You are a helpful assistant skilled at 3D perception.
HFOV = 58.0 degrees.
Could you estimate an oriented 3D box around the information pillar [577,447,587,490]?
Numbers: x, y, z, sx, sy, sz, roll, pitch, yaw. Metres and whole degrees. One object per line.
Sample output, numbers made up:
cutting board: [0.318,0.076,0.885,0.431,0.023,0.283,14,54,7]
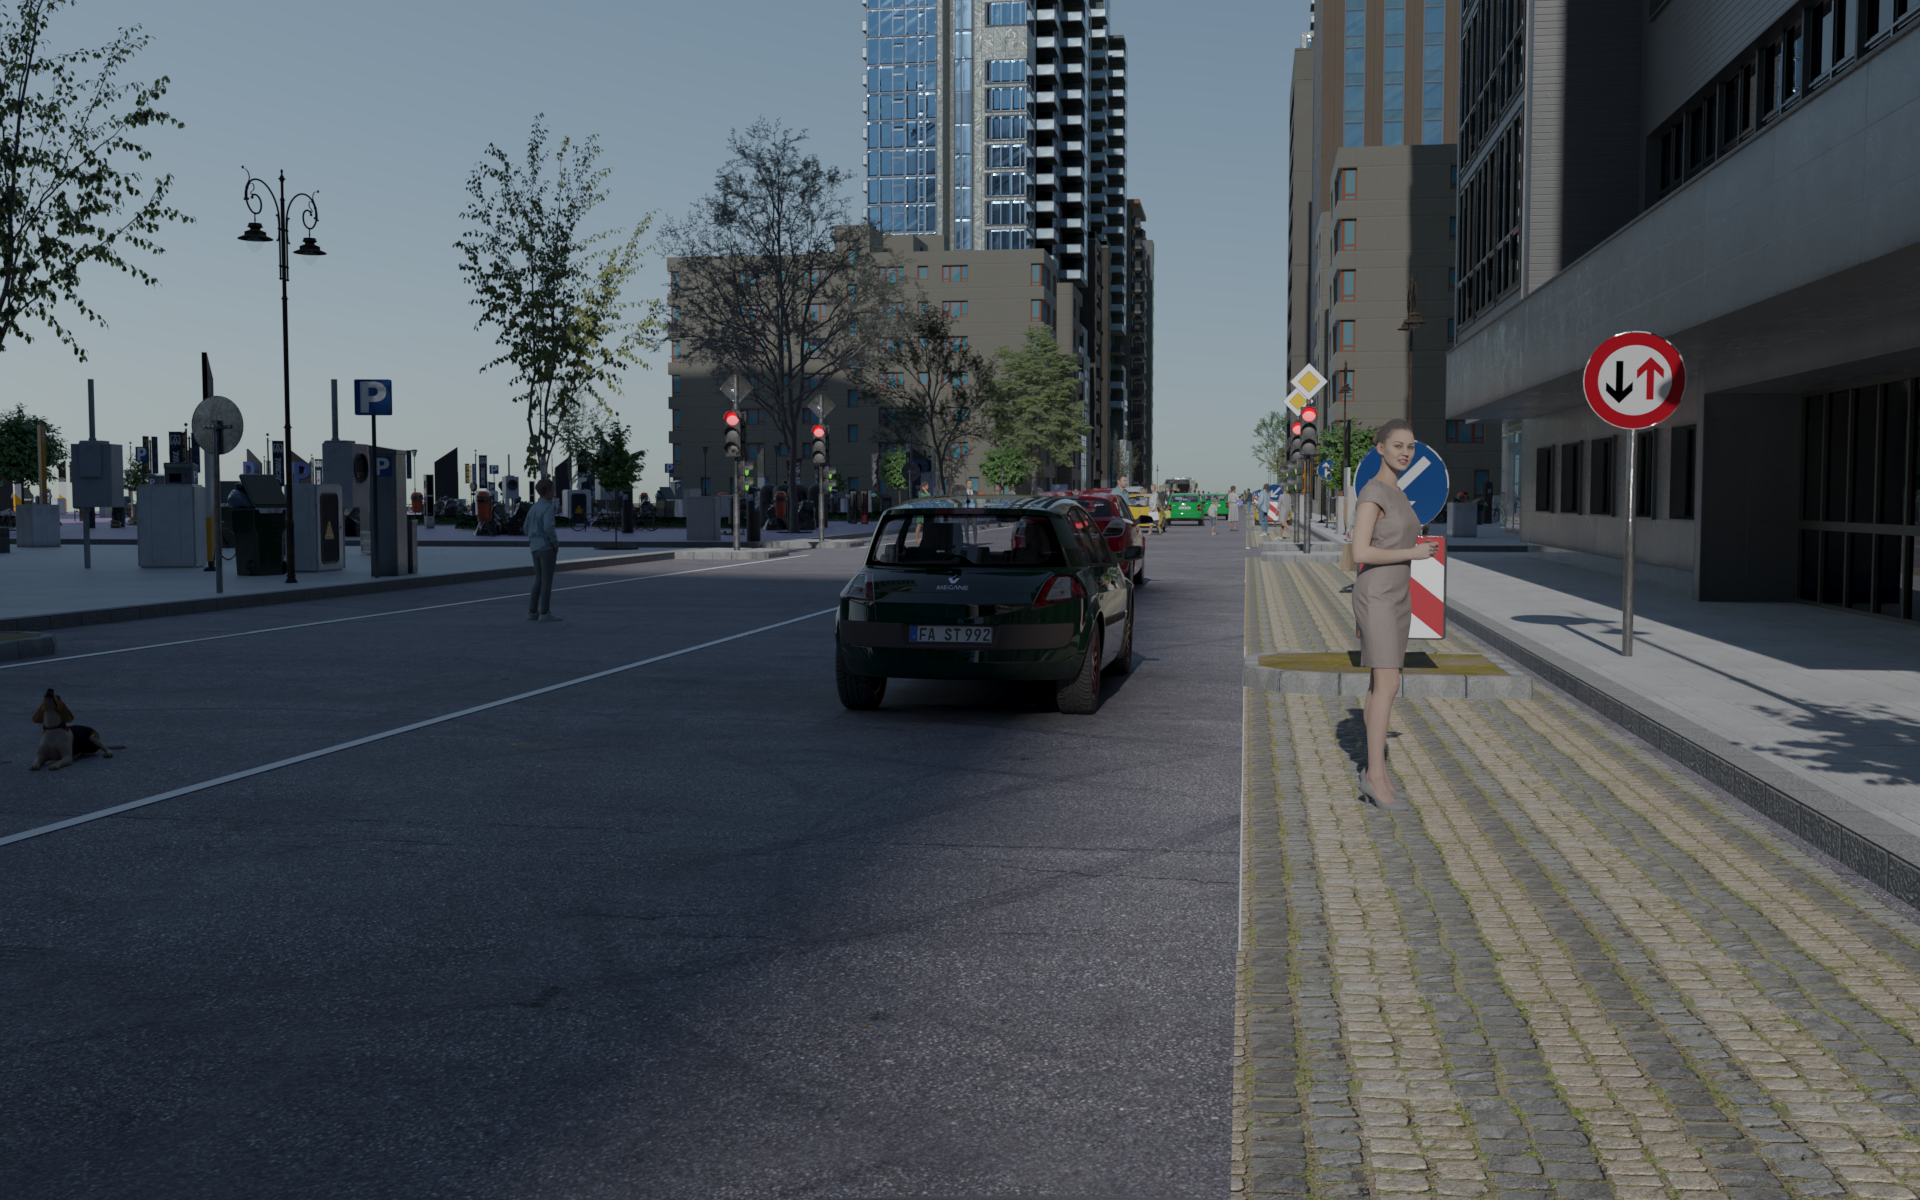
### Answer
information pillar: [-18.934,-5.841,86.850,0.504,3.616,0.183,1,4,16]

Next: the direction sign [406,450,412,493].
direction sign: [-28.446,-5.925,88.876,0.379,3.537,0.876,2,4,26]

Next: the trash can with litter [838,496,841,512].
trash can with litter: [-6.149,-4.909,91.316,1.678,1.210,2.233,3,5,40]

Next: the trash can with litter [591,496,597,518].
trash can with litter: [-19.533,-4.843,90.571,0.624,1.170,1.055,3,4,38]

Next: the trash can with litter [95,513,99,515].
trash can with litter: [-52.524,-5.717,104.525,1.678,1.210,2.233,-3,5,-39]

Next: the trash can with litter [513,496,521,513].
trash can with litter: [-28.167,-6.029,109.960,0.624,1.170,1.055,-1,4,-16]

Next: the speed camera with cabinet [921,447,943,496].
speed camera with cabinet: [-1.177,-4.810,72.975,0.660,3.252,2.038,1,4,11]

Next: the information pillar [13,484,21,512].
information pillar: [-40.869,-5.127,75.179,0.183,3.616,0.504,1,4,19]

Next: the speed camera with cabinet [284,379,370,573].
speed camera with cabinet: [-10.645,-2.131,29.175,0.660,3.252,2.038,0,4,6]

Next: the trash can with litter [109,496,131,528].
trash can with litter: [-31.954,-3.328,65.795,0.624,1.170,1.055,-1,4,-18]

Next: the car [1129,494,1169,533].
car: [6.853,-3.364,65.223,2.015,1.641,3.980,1,4,9]

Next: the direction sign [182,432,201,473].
direction sign: [-28.268,-4.380,63.609,0.379,3.537,0.876,2,4,28]

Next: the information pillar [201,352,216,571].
information pillar: [-12.499,-2.293,28.853,0.183,3.616,0.504,-1,4,-12]

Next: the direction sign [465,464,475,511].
direction sign: [-36.302,-8.354,128.587,0.876,3.537,0.379,-3,4,-37]

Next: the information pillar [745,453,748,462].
information pillar: [-12.119,-6.545,98.360,0.183,3.616,0.504,0,4,-3]

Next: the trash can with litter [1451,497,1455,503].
trash can with litter: [21.033,-3.732,72.411,1.055,1.170,0.624,0,4,4]

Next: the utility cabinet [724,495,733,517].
utility cabinet: [-12.441,-5.052,93.761,1.020,1.237,0.306,0,4,-7]

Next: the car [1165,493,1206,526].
car: [10.283,-4.312,79.305,1.959,1.807,4.718,0,4,8]

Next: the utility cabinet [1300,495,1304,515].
utility cabinet: [20.960,-5.802,106.028,1.020,1.237,0.306,1,4,14]

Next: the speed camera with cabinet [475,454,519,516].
speed camera with cabinet: [-22.793,-5.562,85.273,2.038,3.252,0.660,-2,4,-35]

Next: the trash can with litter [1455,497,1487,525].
trash can with litter: [21.114,-3.664,71.299,1.055,1.170,0.624,-1,4,-17]

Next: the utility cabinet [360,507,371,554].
utility cabinet: [-12.336,-1.703,36.524,0.318,1.500,1.173,-3,4,-36]

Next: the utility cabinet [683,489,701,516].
utility cabinet: [-11.162,-3.881,72.137,0.318,1.500,1.173,1,4,15]

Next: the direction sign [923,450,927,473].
direction sign: [-1.821,-6.005,90.185,0.379,3.537,0.876,0,4,7]

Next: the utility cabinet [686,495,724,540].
utility cabinet: [-7.168,-2.279,48.421,1.020,1.237,0.306,2,4,32]

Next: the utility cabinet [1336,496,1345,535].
utility cabinet: [12.123,-2.687,55.093,0.306,1.237,1.020,1,4,9]

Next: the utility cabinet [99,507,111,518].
utility cabinet: [-46.632,-5.097,94.496,0.306,1.237,1.020,0,4,-5]

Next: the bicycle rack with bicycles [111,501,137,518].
bicycle rack with bicycles: [-43.569,-4.792,91.731,2.925,0.926,2.852,2,4,26]

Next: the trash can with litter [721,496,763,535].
trash can with litter: [-7.110,-2.680,54.867,1.678,1.210,2.233,-1,4,-8]

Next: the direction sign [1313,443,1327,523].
direction sign: [16.096,-5.200,77.023,0.876,3.537,0.379,-1,4,-13]

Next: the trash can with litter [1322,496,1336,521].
trash can with litter: [18.251,-4.431,83.508,1.678,1.210,2.233,3,5,40]

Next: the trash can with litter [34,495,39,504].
trash can with litter: [-59.386,-6.022,109.517,2.233,1.210,1.678,1,4,9]

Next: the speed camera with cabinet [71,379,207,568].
speed camera with cabinet: [-14.261,-2.186,30.085,2.038,3.252,0.660,0,4,-5]

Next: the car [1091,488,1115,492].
car: [8.858,-6.016,107.032,2.281,1.827,5.304,1,4,11]

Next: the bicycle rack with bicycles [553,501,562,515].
bicycle rack with bicycles: [-21.060,-4.899,93.473,2.852,0.926,2.925,0,4,2]

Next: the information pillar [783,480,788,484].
information pillar: [-9.111,-5.298,91.122,0.304,2.012,0.304,1,4,22]

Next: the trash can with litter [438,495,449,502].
trash can with litter: [-25.679,-4.671,87.422,2.233,1.210,1.678,-1,4,-11]

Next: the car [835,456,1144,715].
car: [0.307,-0.182,12.760,2.009,1.686,4.222,1,4,10]

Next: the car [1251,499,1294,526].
car: [14.403,-4.245,79.628,2.015,1.641,3.980,1,4,10]

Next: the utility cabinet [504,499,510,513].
utility cabinet: [-29.500,-6.368,112.798,0.318,1.500,1.173,-1,4,-18]

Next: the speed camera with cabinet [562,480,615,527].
speed camera with cabinet: [-14.647,-4.532,68.435,2.038,3.252,0.660,-2,4,-35]

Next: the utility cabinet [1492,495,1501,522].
utility cabinet: [25.031,-4.247,80.599,1.020,1.237,0.306,-3,5,-40]

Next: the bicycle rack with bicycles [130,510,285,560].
bicycle rack with bicycles: [-13.595,-1.202,33.040,2.852,0.926,2.925,0,4,4]

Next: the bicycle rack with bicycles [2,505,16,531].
bicycle rack with bicycles: [-31.653,-2.643,56.588,2.852,0.926,2.925,-1,4,-11]

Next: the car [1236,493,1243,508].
car: [27.728,-10.042,173.774,1.945,1.707,3.694,1,4,10]

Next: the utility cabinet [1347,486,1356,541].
utility cabinet: [10.698,-2.329,46.751,0.318,1.500,1.173,1,4,21]

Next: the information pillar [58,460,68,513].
information pillar: [-60.539,-7.676,116.860,0.504,3.616,0.183,-2,4,-32]

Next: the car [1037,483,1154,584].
car: [1.850,-1.066,26.476,2.155,1.783,4.494,1,4,9]

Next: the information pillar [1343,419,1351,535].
information pillar: [12.113,-3.842,54.177,0.183,3.616,0.504,0,4,0]

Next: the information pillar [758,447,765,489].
information pillar: [-9.933,-5.833,86.727,0.504,3.616,0.183,3,5,42]

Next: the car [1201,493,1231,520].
car: [14.183,-5.359,96.410,1.959,1.807,4.718,0,4,8]

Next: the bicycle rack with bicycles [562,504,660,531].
bicycle rack with bicycles: [-11.752,-2.869,60.291,2.925,0.926,2.852,1,4,16]

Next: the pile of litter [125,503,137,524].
pile of litter: [-35.678,-3.756,75.370,1.176,0.858,1.719,1,4,21]

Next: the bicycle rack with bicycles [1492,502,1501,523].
bicycle rack with bicycles: [24.504,-3.848,76.294,2.925,0.926,2.852,-2,4,-33]

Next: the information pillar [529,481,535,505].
information pillar: [-24.042,-5.680,97.366,0.304,2.012,0.304,0,4,-5]

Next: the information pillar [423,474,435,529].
information pillar: [-19.806,-3.677,64.604,0.304,2.012,0.304,-2,4,-34]

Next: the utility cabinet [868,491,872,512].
utility cabinet: [-6.007,-6.583,116.317,0.318,1.500,1.173,-2,4,-27]
